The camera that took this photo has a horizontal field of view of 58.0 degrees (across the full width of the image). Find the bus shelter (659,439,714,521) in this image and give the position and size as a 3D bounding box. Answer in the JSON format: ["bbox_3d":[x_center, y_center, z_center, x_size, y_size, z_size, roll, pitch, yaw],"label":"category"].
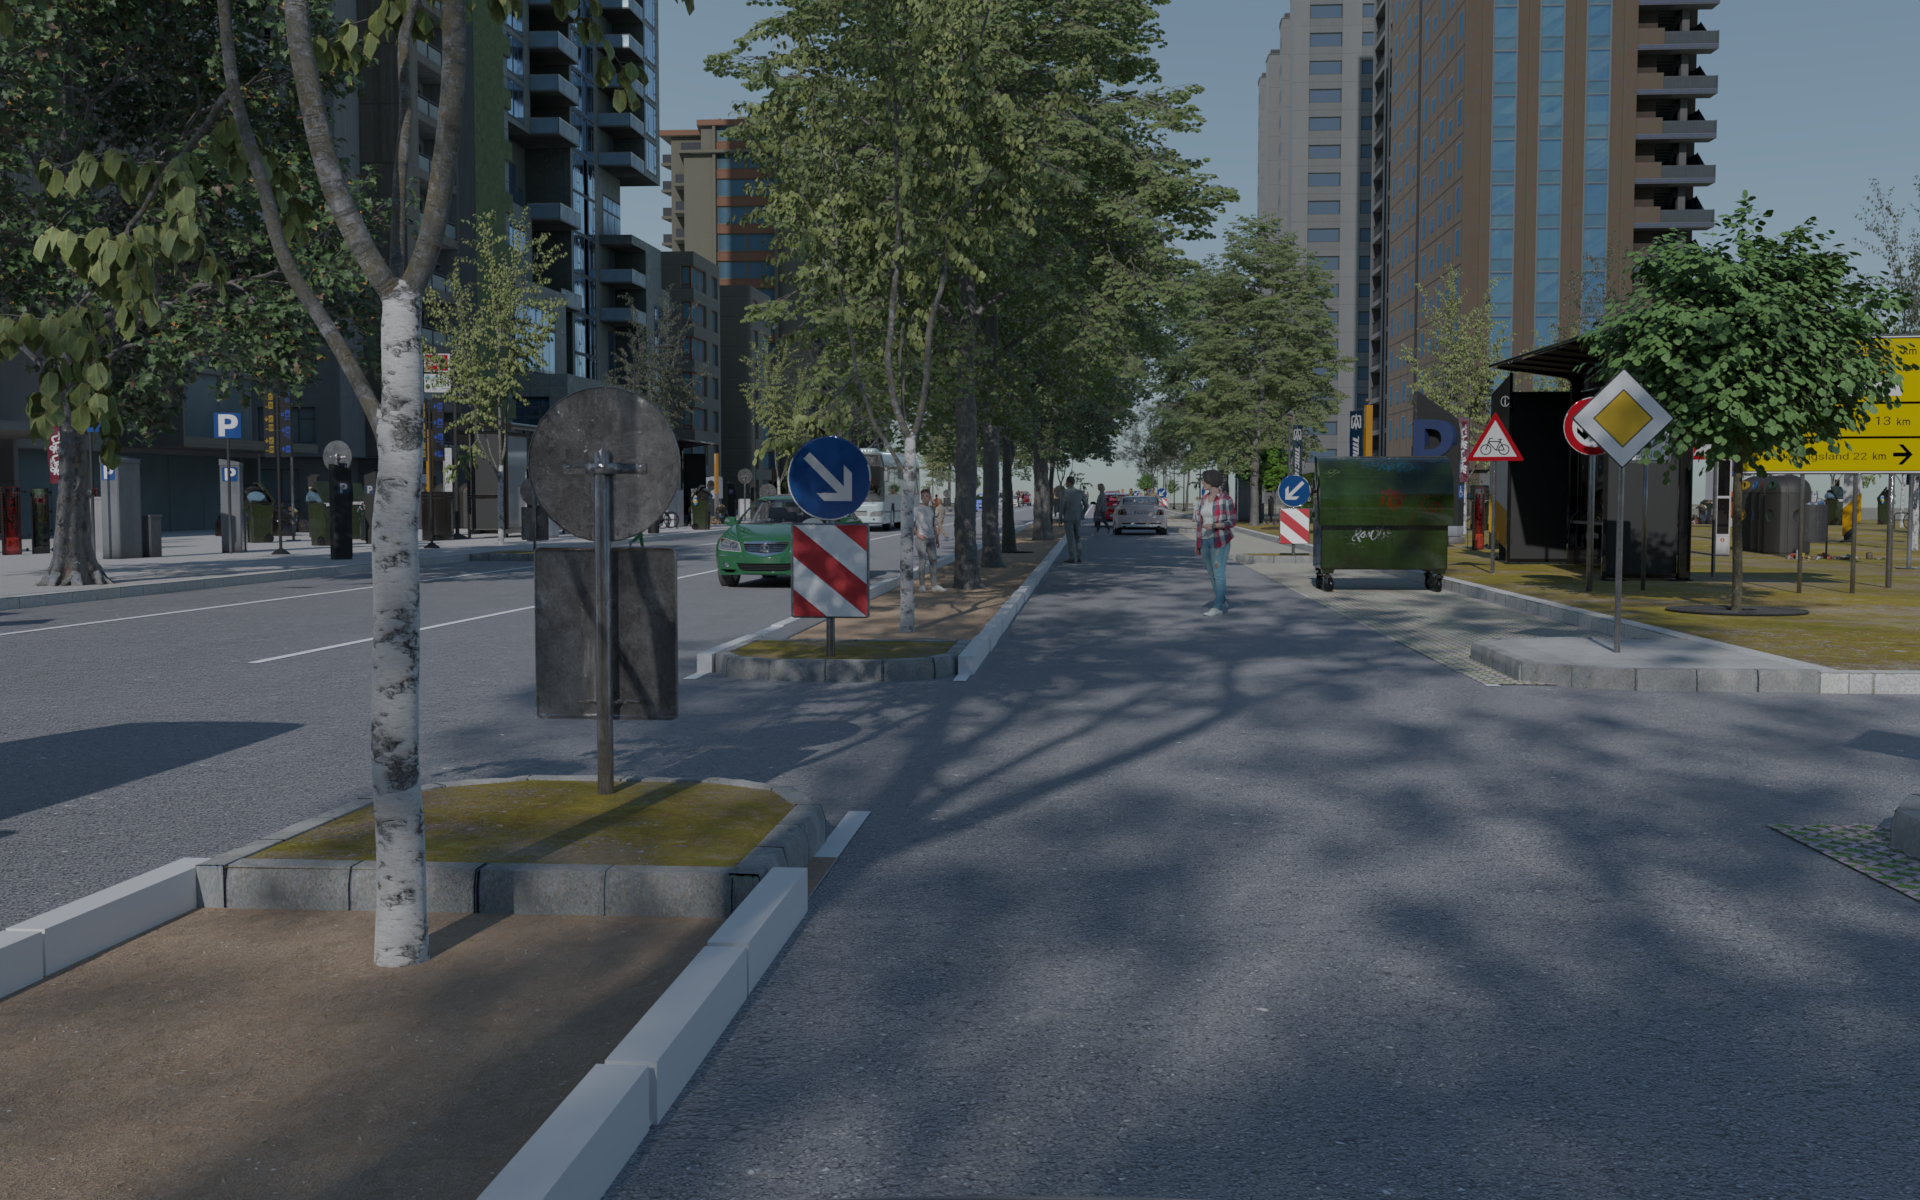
[{"bbox_3d":[-12.408,-5.226,76.728,1.731,3.624,6.357,0,4,5],"label":"bus shelter"}]

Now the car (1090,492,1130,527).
[{"bbox_3d":[6.820,-4.115,76.318,2.155,1.783,4.494,0,4,4],"label":"car"}]

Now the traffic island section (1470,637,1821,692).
[{"bbox_3d":[5.337,0.505,14.027,2.009,0.180,2.903,0,4,5],"label":"traffic island section"}]

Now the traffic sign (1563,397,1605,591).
[{"bbox_3d":[8.306,-1.387,22.784,0.768,2.556,0.104,0,4,6],"label":"traffic sign"}]

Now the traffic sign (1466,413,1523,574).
[{"bbox_3d":[8.590,-1.704,27.869,0.884,2.594,0.081,1,4,11],"label":"traffic sign"}]

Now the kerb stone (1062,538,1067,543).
[{"bbox_3d":[2.824,-1.568,47.890,0.120,0.150,1.000,0,4,5],"label":"kerb stone"}]

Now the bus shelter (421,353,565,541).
[{"bbox_3d":[-13.930,-4.538,51.824,2.179,5.291,8.768,0,4,5],"label":"bus shelter"}]

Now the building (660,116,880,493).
[{"bbox_3d":[-22.643,-33.563,203.375,22.147,44.769,28.867,0,4,5],"label":"building"}]

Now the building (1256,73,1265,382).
[{"bbox_3d":[50.176,-42.130,230.816,21.231,58.520,28.212,0,4,5],"label":"building"}]

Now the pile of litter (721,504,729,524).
[{"bbox_3d":[-10.393,-3.639,73.456,1.176,0.858,1.719,2,4,28],"label":"pile of litter"}]

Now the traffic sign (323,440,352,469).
[{"bbox_3d":[-14.750,-2.502,41.014,0.768,2.556,0.104,1,4,13],"label":"traffic sign"}]

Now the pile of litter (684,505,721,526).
[{"bbox_3d":[-10.591,-3.397,69.505,1.719,0.858,1.176,0,4,-5],"label":"pile of litter"}]

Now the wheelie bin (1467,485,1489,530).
[{"bbox_3d":[18.345,-3.265,61.296,0.980,1.594,0.693,1,4,10],"label":"wheelie bin"}]

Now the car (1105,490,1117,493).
[{"bbox_3d":[15.673,-10.374,178.292,2.281,1.827,5.304,0,4,3],"label":"car"}]

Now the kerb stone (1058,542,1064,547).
[{"bbox_3d":[2.493,-1.322,43.811,0.120,0.150,1.000,0,4,5],"label":"kerb stone"}]

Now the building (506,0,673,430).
[{"bbox_3d":[-30.840,-48.559,106.617,22.319,86.520,31.000,0,4,5],"label":"building"}]

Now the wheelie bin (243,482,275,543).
[{"bbox_3d":[-18.462,-2.304,45.584,0.693,1.594,0.980,-3,4,-38],"label":"wheelie bin"}]

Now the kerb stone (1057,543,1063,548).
[{"bbox_3d":[2.420,-1.260,42.792,0.120,0.150,1.000,0,4,5],"label":"kerb stone"}]

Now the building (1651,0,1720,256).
[{"bbox_3d":[36.408,-27.865,105.709,14.600,45.320,14.200,0,4,5],"label":"building"}]

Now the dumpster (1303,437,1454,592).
[{"bbox_3d":[6.182,-1.259,25.536,1.985,2.255,1.502,0,4,6],"label":"dumpster"}]

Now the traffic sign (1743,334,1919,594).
[{"bbox_3d":[11.184,-1.737,22.271,2.265,3.308,0.079,1,4,9],"label":"traffic sign"}]

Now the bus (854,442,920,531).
[{"bbox_3d":[-3.635,-4.617,70.354,2.948,3.499,13.247,0,4,5],"label":"bus"}]

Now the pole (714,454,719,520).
[{"bbox_3d":[-12.250,-5.705,87.117,0.158,3.312,0.155,0,3,0],"label":"pole"}]

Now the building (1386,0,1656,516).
[{"bbox_3d":[37.929,-28.728,119.806,14.600,45.320,14.200,0,4,5],"label":"building"}]

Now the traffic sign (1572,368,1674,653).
[{"bbox_3d":[5.313,-0.631,13.951,0.795,2.450,0.064,0,4,5],"label":"traffic sign"}]

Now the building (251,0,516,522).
[{"bbox_3d":[-29.645,-24.186,79.034,14.154,41.232,14.086,0,4,5],"label":"building"}]

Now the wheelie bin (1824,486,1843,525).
[{"bbox_3d":[35.888,-3.860,71.026,0.980,1.594,0.693,-2,4,-25],"label":"wheelie bin"}]

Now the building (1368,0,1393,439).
[{"bbox_3d":[42.253,-42.701,136.412,20.563,71.187,20.611,0,4,5],"label":"building"}]

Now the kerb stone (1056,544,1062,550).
[{"bbox_3d":[2.331,-1.195,41.774,0.120,0.150,1.000,0,4,5],"label":"kerb stone"}]

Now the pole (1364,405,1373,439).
[{"bbox_3d":[9.362,-2.811,39.798,0.158,3.312,0.155,0,3,0],"label":"pole"}]

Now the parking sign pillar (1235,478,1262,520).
[{"bbox_3d":[14.065,-5.866,84.375,1.447,3.967,1.447,-1,4,-23],"label":"parking sign pillar"}]

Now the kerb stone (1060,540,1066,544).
[{"bbox_3d":[2.658,-1.446,45.853,0.120,0.150,1.000,0,4,5],"label":"kerb stone"}]

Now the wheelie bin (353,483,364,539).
[{"bbox_3d":[-17.339,-2.526,49.201,0.980,1.594,0.693,-3,5,-41],"label":"wheelie bin"}]

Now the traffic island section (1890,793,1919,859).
[{"bbox_3d":[4.690,0.992,6.068,2.009,0.180,2.903,0,4,5],"label":"traffic island section"}]

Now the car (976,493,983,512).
[{"bbox_3d":[1.955,-7.940,139.405,1.945,1.707,3.694,0,4,4],"label":"car"}]

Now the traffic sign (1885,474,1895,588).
[{"bbox_3d":[12.702,-1.438,23.620,0.768,2.556,0.104,1,4,8],"label":"traffic sign"}]

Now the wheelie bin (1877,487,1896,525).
[{"bbox_3d":[38.656,-3.938,72.297,0.693,1.594,0.980,2,4,31],"label":"wheelie bin"}]

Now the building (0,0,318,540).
[{"bbox_3d":[-38.332,-28.215,50.555,28.713,52.752,27.495,0,4,5],"label":"building"}]

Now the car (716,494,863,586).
[{"bbox_3d":[-2.660,-1.011,28.327,2.131,1.459,4.920,0,4,7],"label":"car"}]

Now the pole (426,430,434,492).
[{"bbox_3d":[-16.787,-3.732,54.860,0.158,3.312,0.155,0,3,0],"label":"pole"}]

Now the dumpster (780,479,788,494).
[{"bbox_3d":[-8.534,-5.264,88.565,1.502,2.255,1.985,0,4,5],"label":"dumpster"}]

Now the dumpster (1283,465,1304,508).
[{"bbox_3d":[11.516,-3.326,56.868,1.502,2.255,1.985,0,4,4],"label":"dumpster"}]

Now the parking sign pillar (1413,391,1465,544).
[{"bbox_3d":[12.412,-3.457,44.998,1.447,3.967,1.447,3,5,39],"label":"parking sign pillar"}]

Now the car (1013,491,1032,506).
[{"bbox_3d":[7.524,-12.281,209.462,2.281,1.827,5.304,0,4,6],"label":"car"}]

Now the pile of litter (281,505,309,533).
[{"bbox_3d":[-22.310,-2.684,57.851,1.719,0.858,1.176,0,4,-1],"label":"pile of litter"}]

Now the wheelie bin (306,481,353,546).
[{"bbox_3d":[-15.811,-2.150,43.068,0.693,1.594,0.980,2,4,32],"label":"wheelie bin"}]

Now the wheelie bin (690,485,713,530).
[{"bbox_3d":[-9.252,-3.316,62.121,0.693,1.594,0.980,0,4,8],"label":"wheelie bin"}]

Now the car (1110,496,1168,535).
[{"bbox_3d":[6.433,-3.043,62.116,2.083,1.381,4.827,0,4,4],"label":"car"}]

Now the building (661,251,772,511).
[{"bbox_3d":[-31.560,-17.977,138.965,27.650,21.520,28.899,0,4,5],"label":"building"}]

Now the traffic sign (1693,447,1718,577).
[{"bbox_3d":[11.698,-1.641,26.836,0.884,2.594,0.081,1,4,14],"label":"traffic sign"}]

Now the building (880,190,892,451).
[{"bbox_3d":[-20.763,-35.322,232.131,22.147,44.769,28.867,0,4,5],"label":"building"}]

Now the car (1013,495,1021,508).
[{"bbox_3d":[5.577,-10.627,186.108,2.083,1.381,4.827,0,4,3],"label":"car"}]

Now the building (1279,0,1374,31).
[{"bbox_3d":[47.814,-40.399,202.517,21.231,58.520,28.212,0,4,5],"label":"building"}]

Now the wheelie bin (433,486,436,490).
[{"bbox_3d":[-20.239,-3.616,67.035,0.980,1.594,0.693,-1,4,-18],"label":"wheelie bin"}]

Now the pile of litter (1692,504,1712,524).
[{"bbox_3d":[31.644,-3.646,73.573,1.176,0.858,1.719,-2,4,-30],"label":"pile of litter"}]

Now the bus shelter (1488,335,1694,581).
[{"bbox_3d":[10.247,-2.278,28.527,1.731,3.624,6.357,0,4,4],"label":"bus shelter"}]

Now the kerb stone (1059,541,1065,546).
[{"bbox_3d":[2.575,-1.380,44.831,0.120,0.150,1.000,0,4,5],"label":"kerb stone"}]

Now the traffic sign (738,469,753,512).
[{"bbox_3d":[-10.717,-5.272,86.303,0.768,2.556,0.104,1,4,9],"label":"traffic sign"}]
